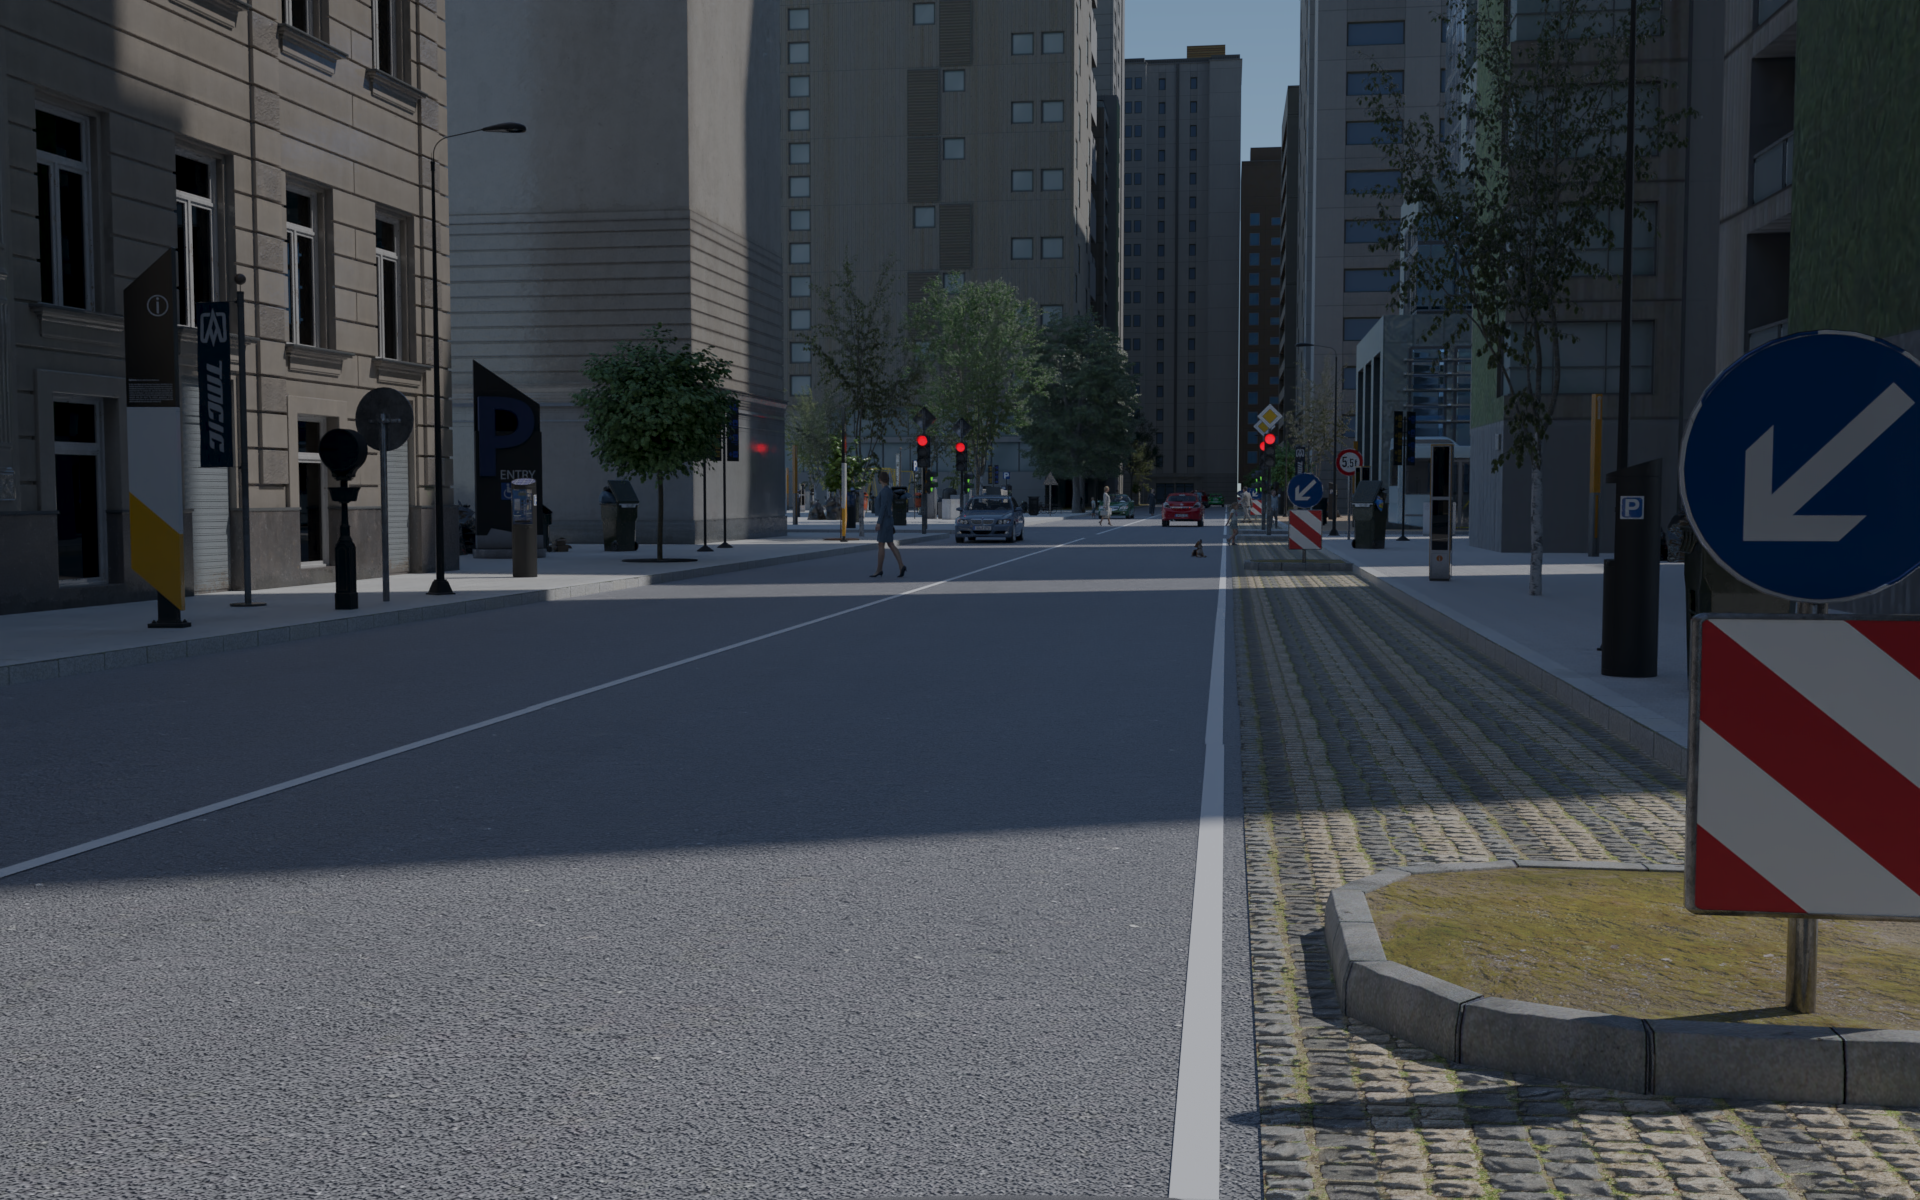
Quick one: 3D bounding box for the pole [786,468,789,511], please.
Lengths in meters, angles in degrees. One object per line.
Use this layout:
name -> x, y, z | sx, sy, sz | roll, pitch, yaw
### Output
pole -> -13.434, -8.622, 134.820 | 0.158, 3.312, 0.155 | 0, 3, 0

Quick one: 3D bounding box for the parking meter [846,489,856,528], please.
parking meter -> -4.093, -3.460, 64.986 | 0.372, 1.533, 0.369 | 0, 3, 0

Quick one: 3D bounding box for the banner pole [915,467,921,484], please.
banner pole -> -3.181, -8.646, 131.379 | 0.863, 3.779, 0.401 | 2, 4, 33

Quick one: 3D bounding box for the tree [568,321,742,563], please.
tree -> -5.781, -3.006, 32.862 | 4.285, 4.588, 4.351 | 0, 3, 0

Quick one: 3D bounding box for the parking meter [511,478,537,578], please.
parking meter -> -6.711, -1.117, 26.678 | 0.372, 1.533, 0.369 | 0, 3, 0

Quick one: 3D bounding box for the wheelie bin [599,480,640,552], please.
wheelie bin -> -7.669, -1.891, 38.825 | 0.693, 1.594, 0.980 | 3, 4, 36

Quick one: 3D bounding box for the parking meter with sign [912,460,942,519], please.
parking meter with sign -> -1.565, -5.693, 89.347 | 1.738, 3.016, 0.543 | 1, 4, 19

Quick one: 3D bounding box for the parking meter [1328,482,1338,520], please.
parking meter -> 18.564, -4.925, 86.230 | 0.399, 1.863, 0.255 | 3, 4, 38

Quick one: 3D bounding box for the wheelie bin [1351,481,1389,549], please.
wheelie bin -> 9.619, -2.005, 40.685 | 0.693, 1.594, 0.980 | -3, 5, -40

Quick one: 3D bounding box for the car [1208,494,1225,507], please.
car -> 28.151, -11.106, 190.374 | 1.959, 1.807, 4.718 | 1, 4, 9

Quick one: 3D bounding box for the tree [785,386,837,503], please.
tree -> -9.790, -10.126, 115.914 | 4.737, 8.622, 4.395 | 0, 3, 0

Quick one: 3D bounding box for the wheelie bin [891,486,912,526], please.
wheelie bin -> -2.452, -3.833, 70.577 | 0.980, 1.594, 0.693 | 0, 4, -5

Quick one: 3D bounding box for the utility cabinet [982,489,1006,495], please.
utility cabinet -> 1.440, -4.460, 81.599 | 1.173, 1.500, 0.318 | 2, 4, 25

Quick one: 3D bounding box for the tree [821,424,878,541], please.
tree -> -3.327, -3.253, 47.782 | 1.663, 3.219, 1.824 | 0, 3, 0

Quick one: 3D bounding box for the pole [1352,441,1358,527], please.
pole -> 15.242, -4.464, 66.832 | 0.158, 3.312, 0.155 | 0, 3, 0

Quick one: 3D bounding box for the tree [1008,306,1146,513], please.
tree -> 7.748, -12.818, 116.236 | 9.857, 13.997, 8.962 | 0, 3, 0

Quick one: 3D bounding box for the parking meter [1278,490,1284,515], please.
parking meter -> 20.059, -6.101, 108.163 | 0.372, 1.533, 0.369 | 0, 3, 0

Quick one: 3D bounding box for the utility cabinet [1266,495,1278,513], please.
utility cabinet -> 21.312, -6.541, 118.106 | 0.306, 1.237, 1.020 | -2, 4, -25

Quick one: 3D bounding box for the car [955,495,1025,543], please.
car -> 0.938, -2.468, 52.361 | 2.014, 1.417, 4.499 | 0, 4, 8

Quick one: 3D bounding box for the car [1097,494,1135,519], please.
car -> 9.133, -5.452, 100.936 | 2.131, 1.459, 4.920 | 1, 4, 10

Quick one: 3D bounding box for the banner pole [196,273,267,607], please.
banner pole -> -8.388, -1.824, 19.838 | 0.863, 3.779, 0.401 | 1, 4, 19

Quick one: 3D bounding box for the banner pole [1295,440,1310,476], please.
banner pole -> 15.968, -5.537, 80.548 | 0.863, 3.779, 0.401 | 1, 4, 20

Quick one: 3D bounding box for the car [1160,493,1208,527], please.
car -> 9.947, -4.163, 77.103 | 2.155, 1.783, 4.494 | 1, 4, 9

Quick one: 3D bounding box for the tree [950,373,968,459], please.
tree -> -1.672, -9.033, 98.051 | 4.360, 8.622, 3.978 | 0, 3, 0

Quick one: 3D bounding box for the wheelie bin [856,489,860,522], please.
wheelie bin -> -4.728, -4.306, 78.318 | 0.693, 1.594, 0.980 | 2, 4, 33

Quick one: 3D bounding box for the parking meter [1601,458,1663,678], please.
parking meter -> 4.738, -0.233, 12.219 | 0.372, 1.533, 0.369 | 0, 3, 0

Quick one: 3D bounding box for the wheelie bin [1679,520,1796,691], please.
wheelie bin -> 4.935, -0.187, 10.971 | 0.693, 1.594, 0.980 | 1, 4, 12

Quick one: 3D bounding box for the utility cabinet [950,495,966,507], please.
utility cabinet -> -0.123, -6.349, 114.972 | 1.020, 1.237, 0.306 | 0, 4, 8

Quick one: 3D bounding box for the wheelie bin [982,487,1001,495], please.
wheelie bin -> 1.404, -4.102, 74.974 | 0.980, 1.594, 0.693 | -1, 4, -9

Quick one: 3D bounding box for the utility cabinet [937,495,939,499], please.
utility cabinet -> -2.145, -7.556, 134.704 | 1.020, 1.237, 0.306 | 0, 4, 5

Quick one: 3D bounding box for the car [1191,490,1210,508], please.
car -> 24.195, -10.224, 175.830 | 2.281, 1.827, 5.304 | 1, 4, 9

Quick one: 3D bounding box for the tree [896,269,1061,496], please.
tree -> 0.887, -9.411, 79.621 | 9.928, 11.665, 9.643 | 0, 3, 0

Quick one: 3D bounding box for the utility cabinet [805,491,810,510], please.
utility cabinet -> -12.057, -7.812, 136.405 | 0.318, 1.500, 1.173 | -1, 4, -12

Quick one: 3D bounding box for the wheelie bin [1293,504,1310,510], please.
wheelie bin -> 14.589, -4.033, 73.851 | 0.693, 1.594, 0.980 | -1, 4, -10

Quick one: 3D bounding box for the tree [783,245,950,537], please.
tree -> -2.734, -6.224, 52.118 | 4.360, 8.622, 3.978 | 0, 3, 0

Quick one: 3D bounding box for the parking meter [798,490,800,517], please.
parking meter -> -9.025, -5.341, 95.728 | 0.372, 1.533, 0.369 | 0, 3, 0

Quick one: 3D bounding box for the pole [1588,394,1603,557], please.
pole -> 12.977, -2.540, 35.372 | 0.158, 3.312, 0.155 | 0, 3, 0

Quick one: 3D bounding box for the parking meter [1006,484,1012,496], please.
parking meter -> 2.914, -5.962, 103.190 | 0.255, 1.863, 0.399 | -2, 4, -24

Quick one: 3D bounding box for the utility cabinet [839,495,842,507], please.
utility cabinet -> -8.406, -6.815, 122.581 | 0.306, 1.237, 1.020 | 0, 4, -5

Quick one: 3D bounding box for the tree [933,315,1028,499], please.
tree -> 0.845, -7.430, 71.844 | 4.737, 8.622, 4.395 | 0, 3, 0

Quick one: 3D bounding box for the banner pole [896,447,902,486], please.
banner pole -> -3.293, -6.312, 93.222 | 0.401, 3.779, 0.863 | -2, 4, -25

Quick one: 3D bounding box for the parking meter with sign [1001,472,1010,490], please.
parking meter with sign -> 3.502, -8.601, 136.879 | 0.543, 3.016, 1.738 | 1, 4, 13

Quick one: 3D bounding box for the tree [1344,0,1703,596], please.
tree -> 7.060, -4.365, 21.729 | 4.360, 8.622, 3.978 | 0, 3, 0

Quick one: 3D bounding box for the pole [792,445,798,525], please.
pole -> -6.882, -4.797, 72.269 | 0.158, 3.312, 0.155 | 0, 3, 0
